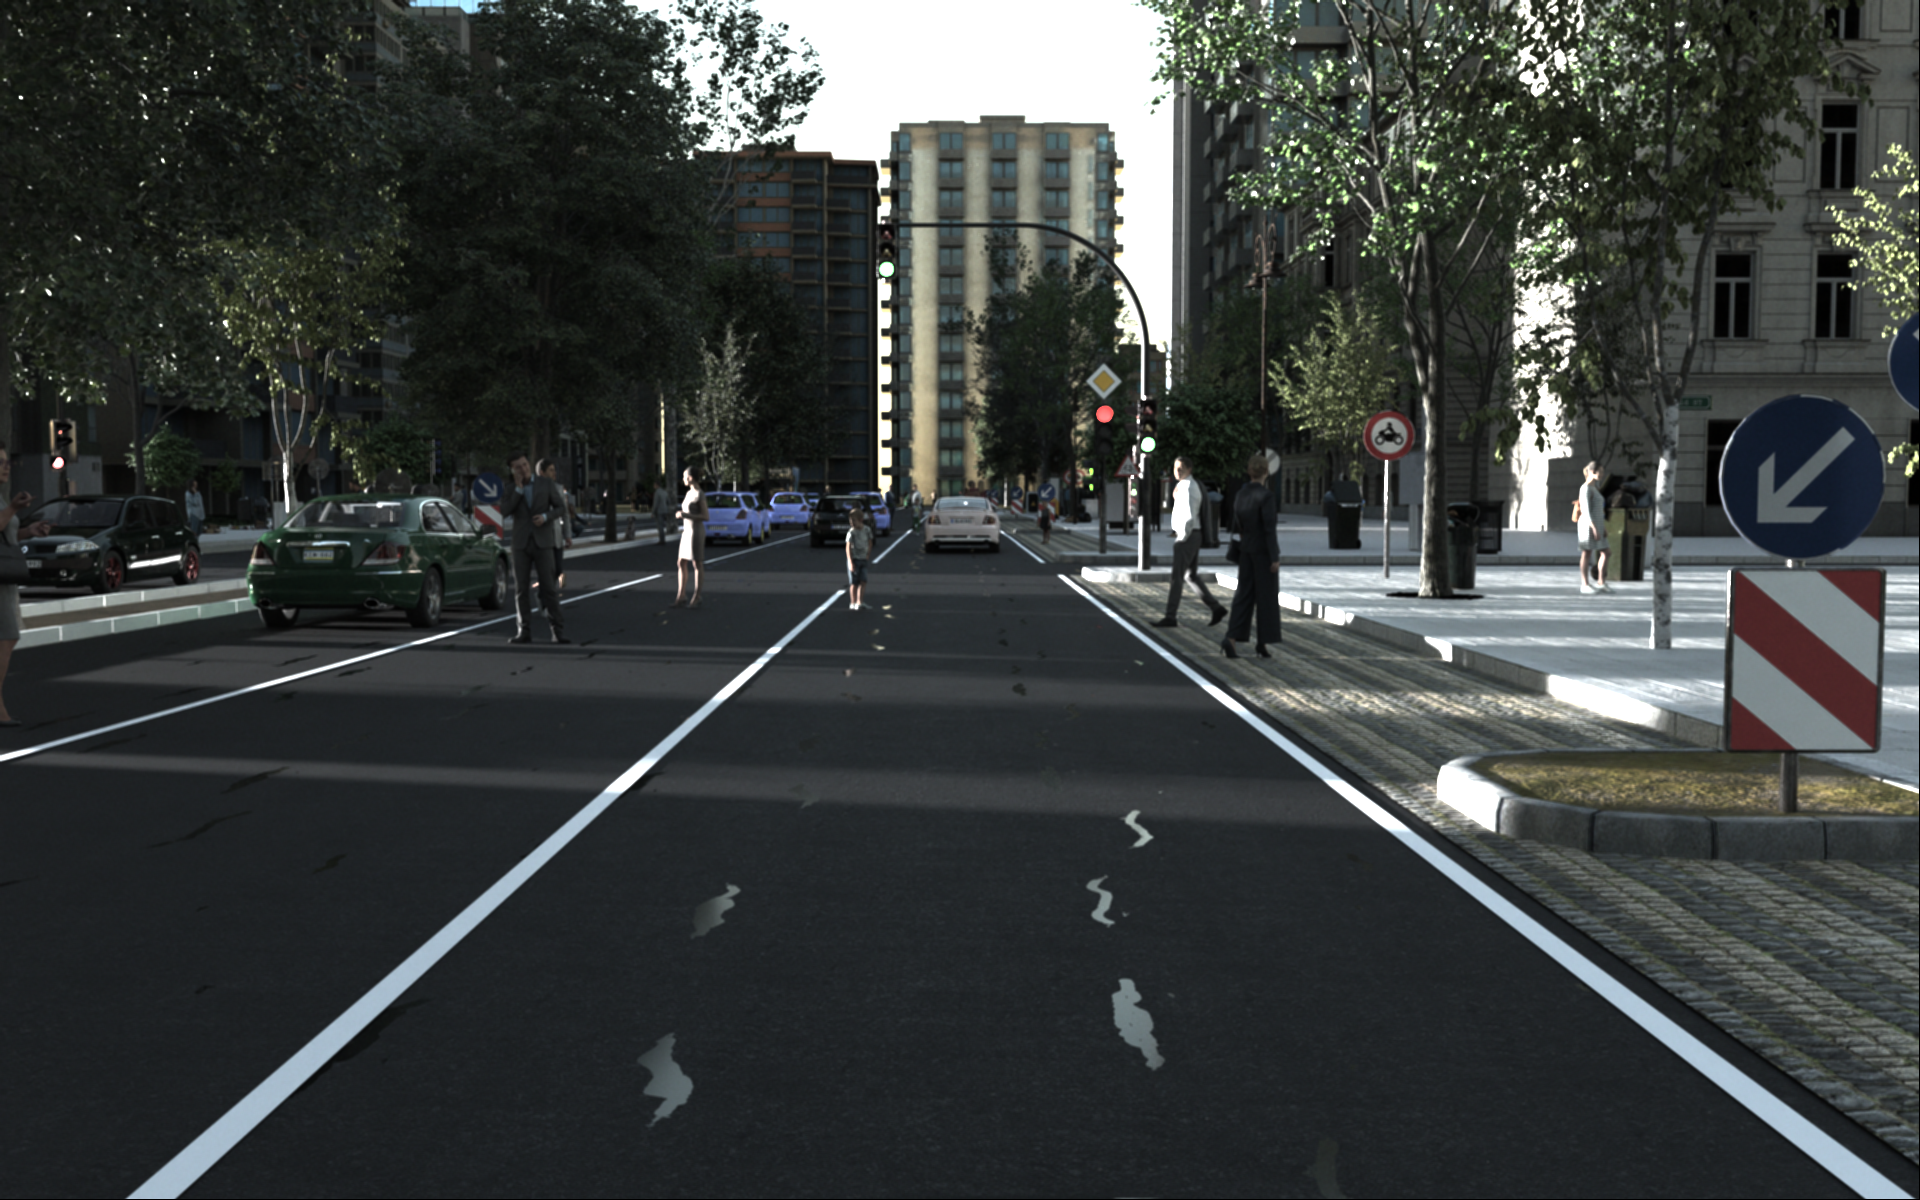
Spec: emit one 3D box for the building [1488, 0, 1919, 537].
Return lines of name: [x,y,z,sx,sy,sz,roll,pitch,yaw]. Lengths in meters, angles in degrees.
building: [41.957,-17.259,58.607,44.131,29.872,17.030,0,4,0]

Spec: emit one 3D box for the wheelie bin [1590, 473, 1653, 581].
wheelie bin: [9.843,-1.089,25.721,0.980,1.594,0.693,-2,4,-35]

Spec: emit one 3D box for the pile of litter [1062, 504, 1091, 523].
pile of litter: [5.227,-3.918,78.019,1.719,0.858,1.176,-2,4,-34]

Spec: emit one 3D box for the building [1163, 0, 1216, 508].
building: [29.767,-37.775,159.616,21.231,58.520,28.212,0,4,0]

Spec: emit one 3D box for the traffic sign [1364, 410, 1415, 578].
traffic sign: [6.523,-1.609,26.412,0.768,2.556,0.104,0,4,3]

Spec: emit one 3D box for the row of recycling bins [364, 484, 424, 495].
row of recycling bins: [-23.400,-3.966,71.954,3.534,1.692,1.069,2,4,30]

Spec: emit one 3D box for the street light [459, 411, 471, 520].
street light: [-21.381,-6.271,75.326,0.468,5.910,1.993,0,4,0]

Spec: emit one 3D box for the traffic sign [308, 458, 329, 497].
traffic sign: [-22.640,-3.732,61.127,0.768,2.556,0.104,0,4,3]

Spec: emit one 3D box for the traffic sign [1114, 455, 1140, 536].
traffic sign: [5.154,-3.247,53.095,0.884,2.594,0.081,1,4,9]

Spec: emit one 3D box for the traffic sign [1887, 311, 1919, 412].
traffic sign: [6.599,-0.705,11.641,0.768,2.556,0.104,1,4,9]

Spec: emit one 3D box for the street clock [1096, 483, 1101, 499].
street clock: [8.530,-6.266,107.015,0.471,2.002,0.358,0,4,6]

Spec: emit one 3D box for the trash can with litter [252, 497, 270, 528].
trash can with litter: [-25.924,-3.238,64.322,0.624,1.170,1.055,-2,4,-26]

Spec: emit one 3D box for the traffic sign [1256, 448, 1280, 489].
traffic sign: [8.536,-2.948,48.304,0.768,2.556,0.104,0,4,6]

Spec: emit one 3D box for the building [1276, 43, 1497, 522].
building: [26.021,-16.860,94.748,14.460,24.649,34.723,0,4,0]

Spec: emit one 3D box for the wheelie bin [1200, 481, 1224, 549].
wheelie bin: [5.767,-2.019,40.917,0.980,1.594,0.693,2,4,34]

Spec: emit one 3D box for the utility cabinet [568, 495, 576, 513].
utility cabinet: [-24.604,-6.035,109.838,0.306,1.237,1.020,0,4,-3]

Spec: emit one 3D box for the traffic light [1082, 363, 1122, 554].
traffic light: [3.059,-2.953,37.200,0.839,4.253,0.868,0,4,0]

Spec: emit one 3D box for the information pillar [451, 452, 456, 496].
information pillar: [-25.599,-5.888,87.625,0.183,3.616,0.504,0,4,1]

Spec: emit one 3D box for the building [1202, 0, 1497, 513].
building: [30.565,-31.228,130.184,23.786,49.044,30.456,0,4,0]

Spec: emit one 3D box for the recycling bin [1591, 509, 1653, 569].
recycling bin: [11.381,-1.054,29.783,0.722,1.027,0.722,-2,4,-32]

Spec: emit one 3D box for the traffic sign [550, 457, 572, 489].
traffic sign: [-22.255,-6.150,94.432,2.265,3.308,0.079,0,4,6]

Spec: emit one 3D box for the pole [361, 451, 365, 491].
pole: [-25.602,-4.923,74.333,0.158,3.312,0.155,0,3,0]

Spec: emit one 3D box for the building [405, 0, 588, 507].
building: [-52.979,-51.896,161.168,31.000,86.520,22.319,0,4,0]

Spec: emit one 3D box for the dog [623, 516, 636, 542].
dog: [-9.503,-1.983,49.259,0.800,0.831,0.513,-3,5,-43]

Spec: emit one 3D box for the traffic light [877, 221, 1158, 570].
traffic light: [1.005,-3.327,29.064,4.771,5.953,1.251,0,4,0]

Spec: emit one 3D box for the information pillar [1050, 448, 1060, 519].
information pillar: [4.825,-5.911,87.996,0.504,3.616,0.183,2,4,27]

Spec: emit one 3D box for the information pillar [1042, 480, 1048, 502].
information pillar: [4.380,-5.189,89.340,0.304,2.012,0.304,0,4,-7]

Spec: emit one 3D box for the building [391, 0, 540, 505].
building: [-43.124,-28.101,143.039,14.154,41.232,14.086,0,4,0]

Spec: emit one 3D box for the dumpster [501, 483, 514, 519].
dumpster: [-22.871,-5.106,89.244,1.264,1.857,1.865,0,4,0]

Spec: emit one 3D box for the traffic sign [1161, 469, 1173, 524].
traffic sign: [8.743,-4.577,74.843,0.884,2.594,0.081,0,4,6]

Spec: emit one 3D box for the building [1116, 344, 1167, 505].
building: [34.905,-23.176,223.959,28.899,21.520,27.650,0,4,0]

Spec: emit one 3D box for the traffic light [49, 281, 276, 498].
traffic light: [-17.111,-3.820,37.123,4.771,5.953,1.251,0,4,0]

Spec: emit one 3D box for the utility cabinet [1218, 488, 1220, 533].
utility cabinet: [7.824,-2.904,56.151,1.173,1.500,0.318,2,4,31]

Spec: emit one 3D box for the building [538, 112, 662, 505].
building: [-50.110,-36.424,219.234,21.600,48.544,21.300,0,4,0]

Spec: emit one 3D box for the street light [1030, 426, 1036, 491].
street light: [4.782,-8.515,112.004,0.468,5.910,1.993,0,4,0]

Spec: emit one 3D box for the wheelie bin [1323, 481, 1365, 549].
wheelie bin: [8.943,-1.992,40.479,0.980,1.594,0.693,-1,4,-11]

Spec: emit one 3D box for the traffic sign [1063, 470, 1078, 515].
traffic sign: [5.764,-5.533,90.562,0.768,2.556,0.104,0,4,6]

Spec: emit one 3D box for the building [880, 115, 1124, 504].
building: [5.235,-36.815,221.541,30.456,49.044,23.786,0,4,0]

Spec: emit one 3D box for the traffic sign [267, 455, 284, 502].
traffic sign: [-22.347,-3.462,56.707,0.768,2.556,0.104,0,3,0]

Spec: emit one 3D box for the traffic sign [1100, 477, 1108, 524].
traffic sign: [6.420,-4.607,75.427,0.768,2.556,0.104,0,4,4]

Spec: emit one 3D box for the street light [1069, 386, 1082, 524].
street light: [4.921,-6.190,73.993,0.468,5.910,1.993,0,4,0]

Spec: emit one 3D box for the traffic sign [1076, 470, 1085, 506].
traffic sign: [6.183,-5.545,90.760,0.768,2.556,0.104,0,4,4]

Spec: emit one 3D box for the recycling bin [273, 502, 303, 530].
recycling bin: [-21.652,-2.648,55.843,0.722,1.027,0.722,3,5,44]

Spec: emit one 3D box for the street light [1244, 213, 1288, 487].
street light: [5.065,-3.429,28.860,0.468,5.910,1.993,0,4,0]

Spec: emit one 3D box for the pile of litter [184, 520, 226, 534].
pile of litter: [-24.507,-2.580,56.150,1.176,0.858,1.719,2,4,28]

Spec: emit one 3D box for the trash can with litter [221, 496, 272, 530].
trash can with litter: [-25.437,-3.138,62.367,2.233,1.210,1.678,0,4,3]

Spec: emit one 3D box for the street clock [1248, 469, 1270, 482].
street clock: [7.222,-2.284,41.907,0.471,2.002,0.358,2,4,25]

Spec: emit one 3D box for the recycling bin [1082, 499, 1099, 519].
recycling bin: [6.595,-4.601,87.784,0.722,1.027,0.722,-1,4,-12]

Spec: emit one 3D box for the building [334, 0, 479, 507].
building: [-51.982,-26.408,123.657,32.217,40.220,23.993,0,4,0]

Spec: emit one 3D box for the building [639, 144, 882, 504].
building: [-24.591,-34.553,219.563,28.867,44.769,22.147,0,4,0]

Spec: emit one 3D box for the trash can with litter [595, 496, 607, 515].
trash can with litter: [-21.934,-5.810,106.379,0.624,1.170,1.055,3,5,43]

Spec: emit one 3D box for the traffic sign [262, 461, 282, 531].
traffic sign: [-21.050,-3.113,53.024,0.606,2.300,0.079,0,4,2]

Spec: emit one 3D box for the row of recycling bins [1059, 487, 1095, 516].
row of recycling bins: [6.818,-5.884,103.323,1.069,1.692,3.534,3,5,44]

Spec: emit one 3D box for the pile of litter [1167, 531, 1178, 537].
pile of litter: [7.037,-2.301,51.592,1.719,0.858,1.176,3,4,39]

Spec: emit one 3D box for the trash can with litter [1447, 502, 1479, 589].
trash can with litter: [6.722,-0.753,23.695,0.624,1.170,1.055,0,4,5]
